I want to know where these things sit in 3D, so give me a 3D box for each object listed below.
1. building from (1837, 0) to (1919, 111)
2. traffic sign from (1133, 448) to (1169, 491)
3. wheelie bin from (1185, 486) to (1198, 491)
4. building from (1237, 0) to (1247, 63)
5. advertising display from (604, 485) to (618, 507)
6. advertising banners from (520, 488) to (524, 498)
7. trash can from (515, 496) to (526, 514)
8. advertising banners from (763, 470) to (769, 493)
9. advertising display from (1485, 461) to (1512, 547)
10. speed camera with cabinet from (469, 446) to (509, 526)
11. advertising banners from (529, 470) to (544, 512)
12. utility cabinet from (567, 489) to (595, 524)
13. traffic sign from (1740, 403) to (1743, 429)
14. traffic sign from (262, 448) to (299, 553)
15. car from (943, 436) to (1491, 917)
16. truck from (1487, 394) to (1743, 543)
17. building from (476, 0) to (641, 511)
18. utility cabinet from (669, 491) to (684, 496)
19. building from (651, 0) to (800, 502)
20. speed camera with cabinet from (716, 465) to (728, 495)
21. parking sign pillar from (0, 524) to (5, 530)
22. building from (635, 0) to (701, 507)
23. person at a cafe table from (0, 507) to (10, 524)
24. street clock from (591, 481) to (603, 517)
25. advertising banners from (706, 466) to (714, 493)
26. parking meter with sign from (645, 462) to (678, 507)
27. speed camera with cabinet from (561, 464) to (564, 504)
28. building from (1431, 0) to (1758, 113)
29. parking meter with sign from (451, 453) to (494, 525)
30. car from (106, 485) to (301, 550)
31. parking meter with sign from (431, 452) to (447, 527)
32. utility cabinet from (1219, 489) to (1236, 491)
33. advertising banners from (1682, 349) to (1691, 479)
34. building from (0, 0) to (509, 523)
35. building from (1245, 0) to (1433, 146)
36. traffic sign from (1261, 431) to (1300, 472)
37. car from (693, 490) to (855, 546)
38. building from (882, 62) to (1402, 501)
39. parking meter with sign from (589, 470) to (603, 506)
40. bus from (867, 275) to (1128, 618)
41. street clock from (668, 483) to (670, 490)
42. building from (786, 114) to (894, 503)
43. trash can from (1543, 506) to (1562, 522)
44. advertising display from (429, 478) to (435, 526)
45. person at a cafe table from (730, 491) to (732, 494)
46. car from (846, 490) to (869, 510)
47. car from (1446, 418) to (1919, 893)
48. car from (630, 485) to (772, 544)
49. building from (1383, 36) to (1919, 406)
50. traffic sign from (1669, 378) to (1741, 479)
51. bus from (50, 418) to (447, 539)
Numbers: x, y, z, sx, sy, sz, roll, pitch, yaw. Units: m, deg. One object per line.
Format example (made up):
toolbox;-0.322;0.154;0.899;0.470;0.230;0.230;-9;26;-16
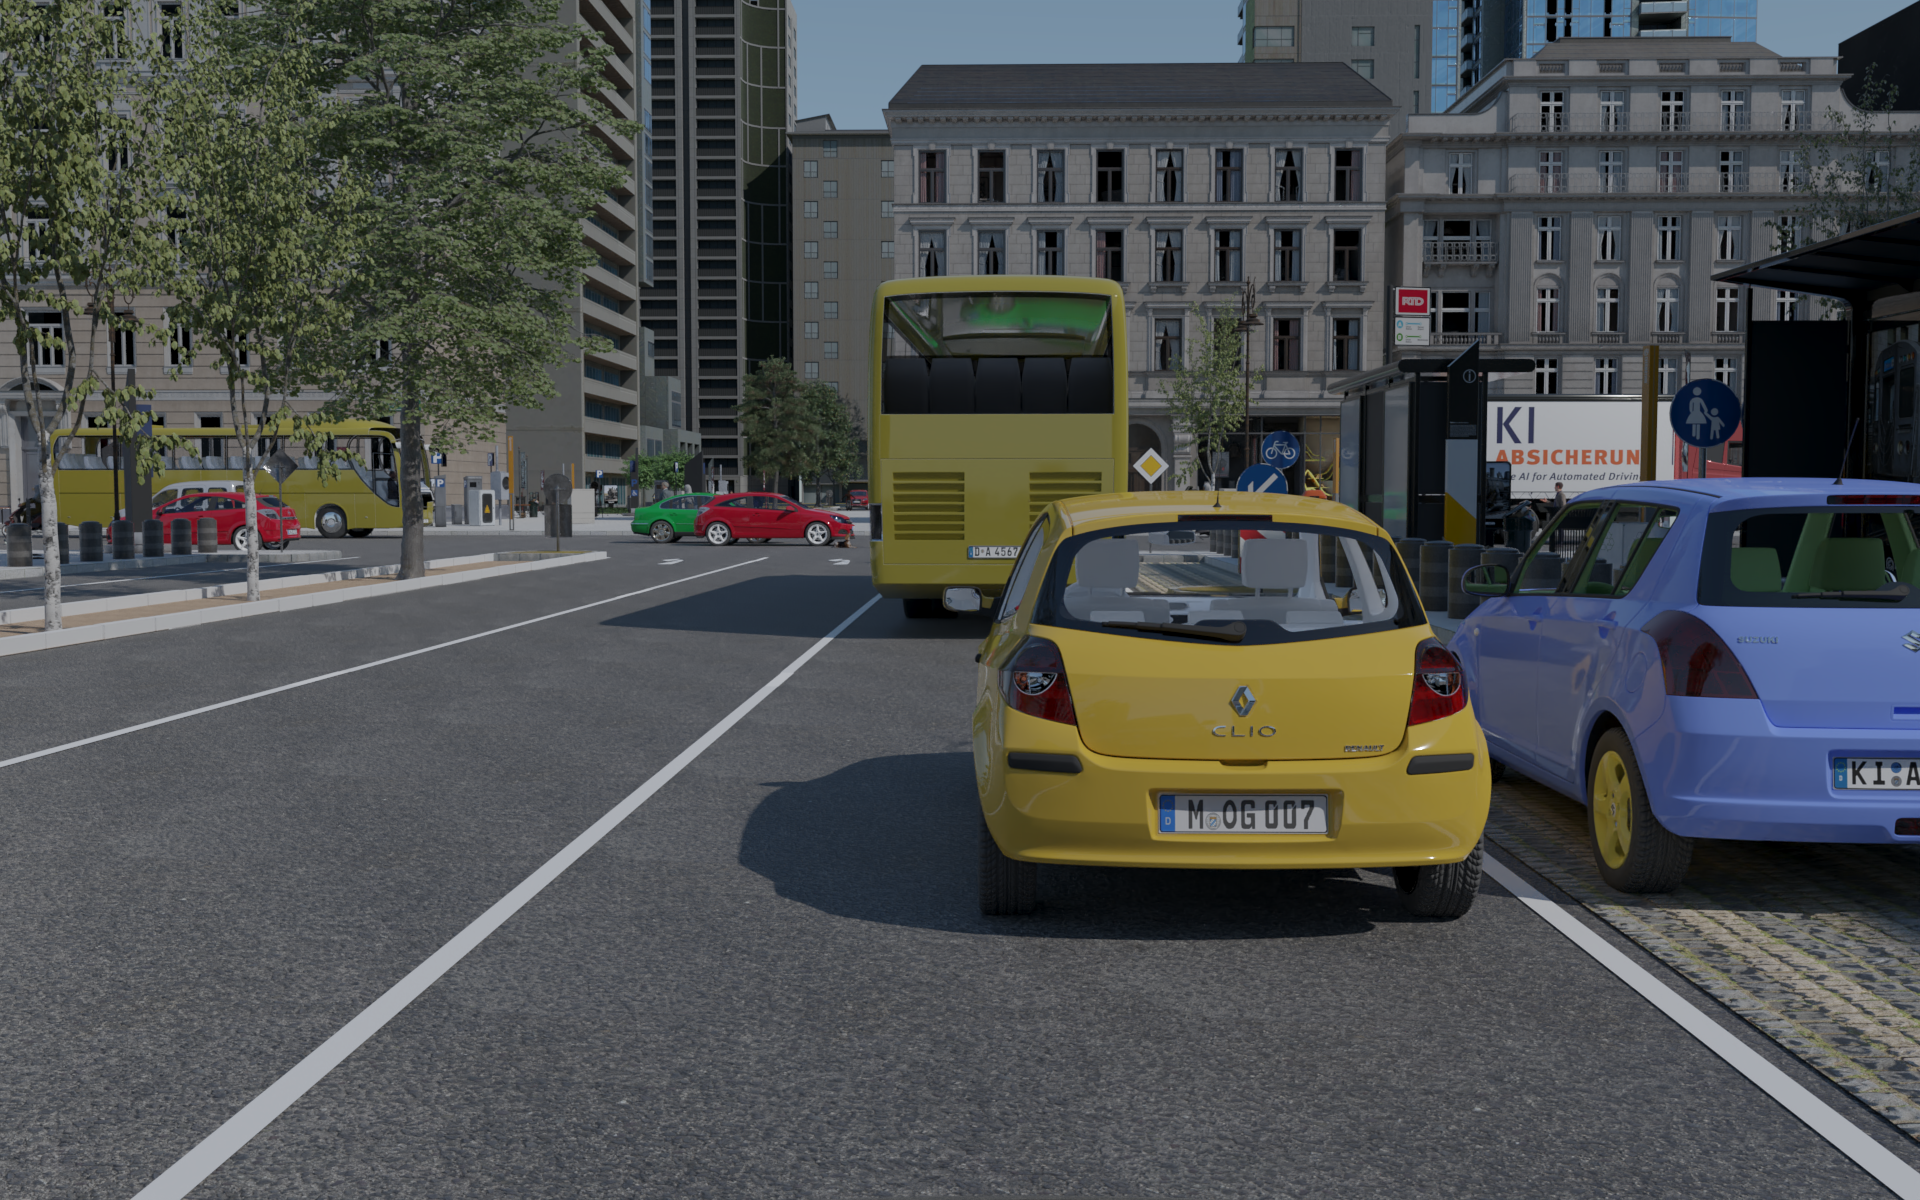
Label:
building;50.911;-15.278;79.480;15.834;23.373;12.332;0;4;1
traffic sign;4.121;-2.067;37.436;0.795;2.450;0.064;0;4;1
wheelie bin;8.924;-3.623;67.150;0.693;1.594;0.980;2;4;24
building;34.783;-52.071;164.027;22.319;86.520;31.000;0;4;1
advertising display;-24.660;-7.163;122.322;0.974;1.923;0.123;-1;4;-19
advertising banners;-30.282;-7.554;119.696;0.090;3.025;2.074;0;4;-7
trash can;-28.884;-6.253;113.891;0.748;1.137;0.748;0;3;0
advertising banners;-14.227;-8.004;127.059;0.090;3.025;2.074;0;4;5
advertising display;10.236;-1.748;33.797;0.974;1.923;0.123;1;4;10
speed camera with cabinet;-18.964;-4.623;69.924;0.660;3.252;2.038;1;4;23
advertising banners;-30.862;-7.959;126.322;2.074;3.025;0.090;3;5;44
utility cabinet;-16.233;-4.005;74.165;0.318;1.500;1.173;3;5;43
traffic sign;9.176;-1.192;19.594;0.768;2.556;0.104;0;4;3
traffic sign;-14.867;-2.096;37.913;0.795;2.450;0.064;0;4;1
car;0.920;0.178;7.308;2.015;1.641;3.980;0;4;1
truck;17.774;-3.718;49.704;11.283;4.237;2.839;0;4;0
building;-38.858;-31.578;139.998;21.300;48.544;21.600;0;4;1
utility cabinet;-19.723;-6.838;120.479;1.173;1.500;0.318;2;4;27
building;-34.228;-49.305;244.393;20.611;71.187;20.563;0;4;1
speed camera with cabinet;-15.999;-7.472;116.496;0.660;3.252;2.038;0;4;1
parking sign pillar;-35.342;-4.538;62.667;1.447;3.967;1.447;-3;5;-43
building;-43.299;-52.505;171.123;31.000;86.520;22.319;0;4;1
person at a cafe table;-40.778;-3.732;71.879;1.698;1.238;1.726;2;4;27
street clock;-20.805;-5.764;98.805;0.471;2.002;0.358;1;4;9
advertising banners;-16.007;-6.987;110.428;0.090;3.025;2.074;-2;4;-25
parking meter with sign;-16.308;-6.012;94.563;1.738;3.016;0.543;0;4;6
speed camera with cabinet;-25.323;-7.260;113.034;2.038;3.252;0.660;-3;5;-39
building;62.366;-52.339;168.419;31.000;86.520;22.319;0;4;1
parking meter with sign;-20.555;-4.695;73.030;1.738;3.016;0.543;-3;4;-36
car;-18.453;-2.027;42.185;4.494;1.783;2.155;0;4;1
parking meter with sign;-20.303;-4.360;67.545;0.543;3.016;1.738;-1;4;-18
utility cabinet;11.185;-3.832;71.340;1.173;1.500;0.318;-3;4;-38
advertising banners;9.256;-1.572;21.889;0.090;3.025;2.074;2;4;30
building;-33.089;-18.116;82.103;20.117;28.700;13.634;0;4;1
building;30.191;-28.099;143.006;14.154;41.232;14.086;0;4;1
traffic sign;6.449;-2.130;34.937;0.768;2.556;0.104;0;4;3
car;-5.164;-2.403;48.325;4.494;1.783;2.155;0;4;2
building;-1.445;-13.969;79.307;40.483;20.767;10.553;0;4;1
parking meter with sign;-26.786;-7.982;126.758;0.543;3.016;1.738;-3;5;-39
bus;0.677;-1.908;22.747;2.896;3.916;12.252;0;4;3
street clock;-18.833;-6.506;110.948;0.358;2.002;0.471;1;4;12
building;-9.356;-40.303;248.194;27.495;52.752;28.713;0;4;1
trash can;7.147;-0.516;20.089;0.748;1.137;0.748;0;3;0
advertising display;-21.246;-3.911;69.161;0.123;1.923;0.974;3;5;39
person at a cafe table;-17.061;-7.358;128.814;1.698;1.524;1.622;0;4;0
car;-9.114;-9.005;155.896;2.281;1.827;5.304;0;4;1
car;3.235;0.130;7.462;1.945;1.707;3.694;0;4;3
car;-7.263;-2.574;50.879;4.718;1.807;1.959;0;4;2
building;31.000;-14.639;81.143;24.055;21.916;13.314;0;4;1
traffic sign;8.207;-1.166;19.165;0.768;2.556;0.104;0;4;4
bus;-23.312;-3.989;56.766;12.252;3.916;2.896;0;4;3
